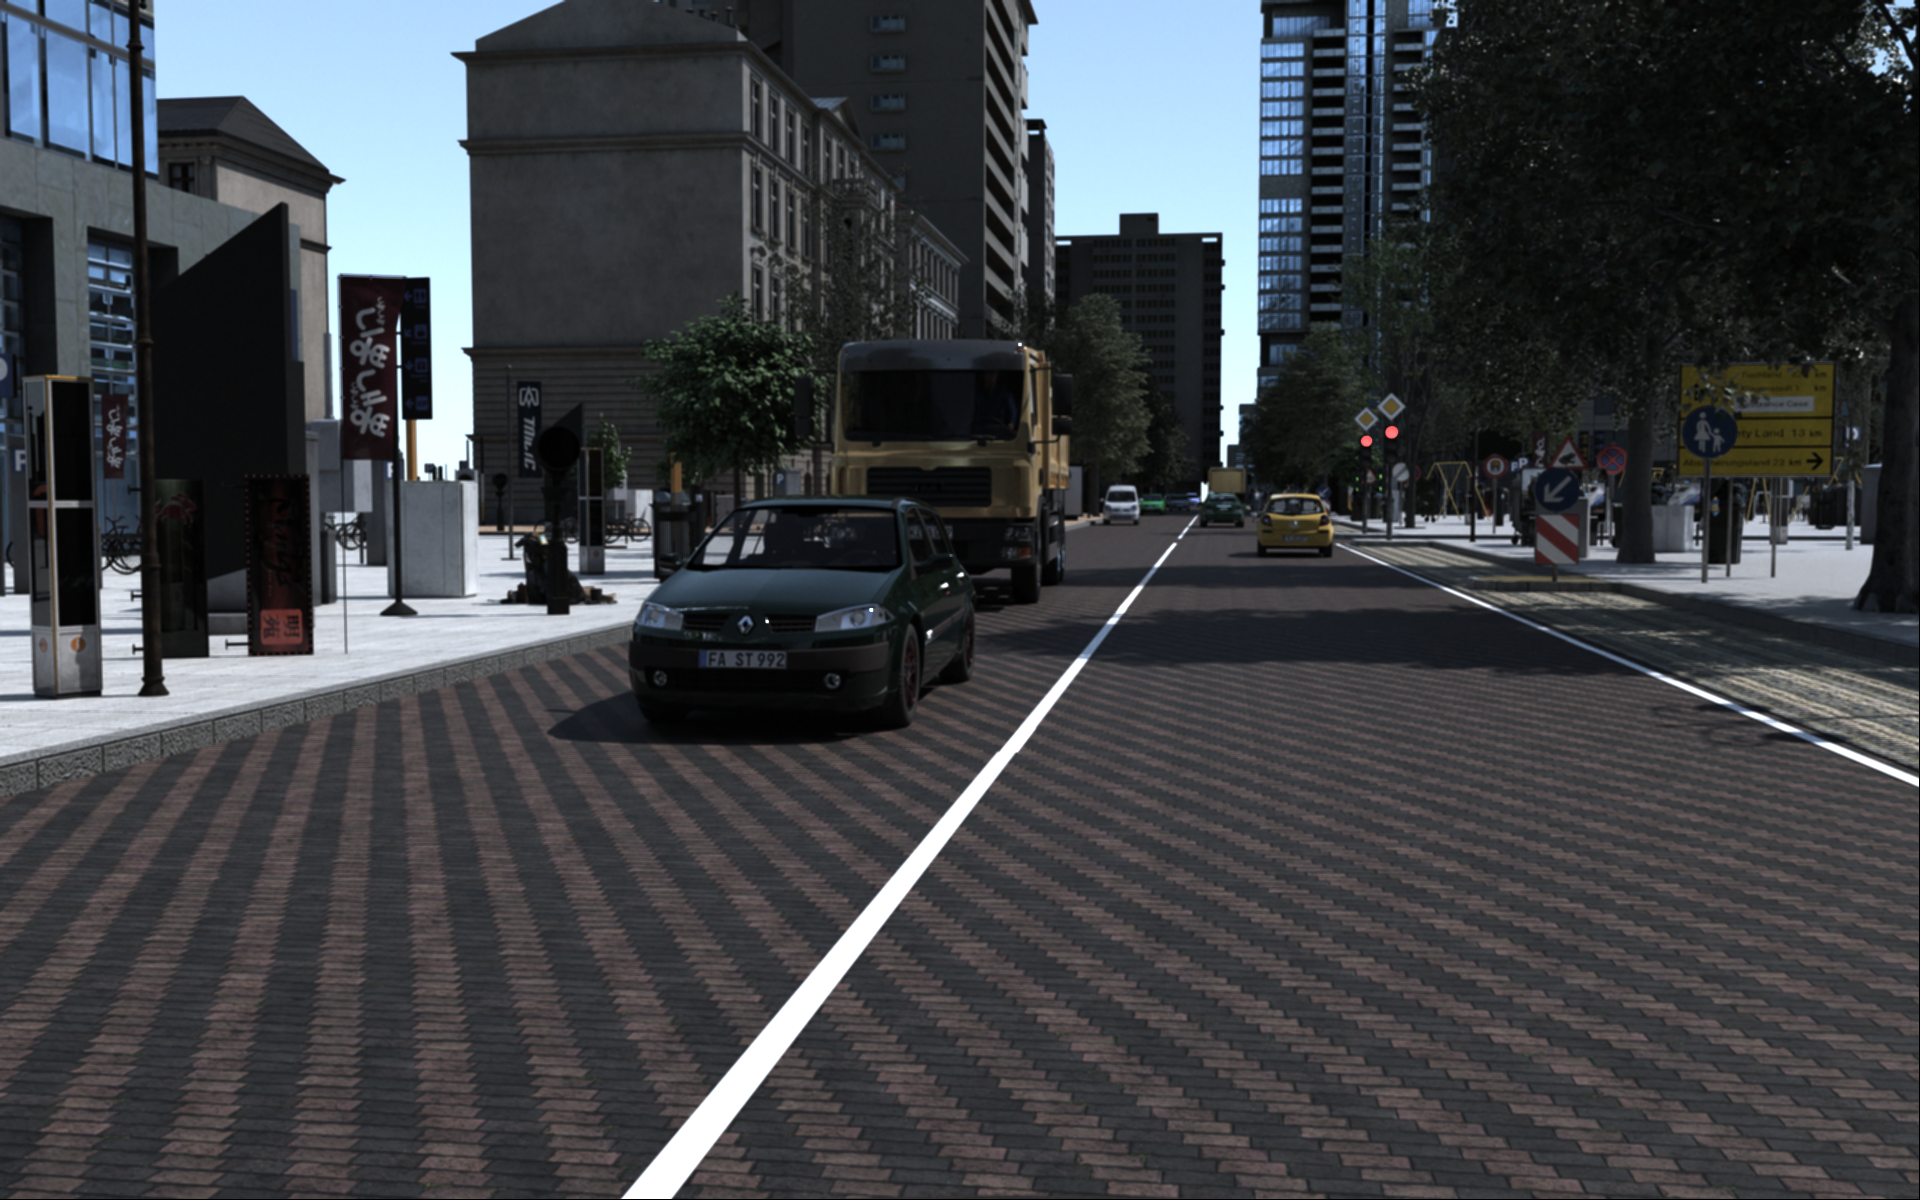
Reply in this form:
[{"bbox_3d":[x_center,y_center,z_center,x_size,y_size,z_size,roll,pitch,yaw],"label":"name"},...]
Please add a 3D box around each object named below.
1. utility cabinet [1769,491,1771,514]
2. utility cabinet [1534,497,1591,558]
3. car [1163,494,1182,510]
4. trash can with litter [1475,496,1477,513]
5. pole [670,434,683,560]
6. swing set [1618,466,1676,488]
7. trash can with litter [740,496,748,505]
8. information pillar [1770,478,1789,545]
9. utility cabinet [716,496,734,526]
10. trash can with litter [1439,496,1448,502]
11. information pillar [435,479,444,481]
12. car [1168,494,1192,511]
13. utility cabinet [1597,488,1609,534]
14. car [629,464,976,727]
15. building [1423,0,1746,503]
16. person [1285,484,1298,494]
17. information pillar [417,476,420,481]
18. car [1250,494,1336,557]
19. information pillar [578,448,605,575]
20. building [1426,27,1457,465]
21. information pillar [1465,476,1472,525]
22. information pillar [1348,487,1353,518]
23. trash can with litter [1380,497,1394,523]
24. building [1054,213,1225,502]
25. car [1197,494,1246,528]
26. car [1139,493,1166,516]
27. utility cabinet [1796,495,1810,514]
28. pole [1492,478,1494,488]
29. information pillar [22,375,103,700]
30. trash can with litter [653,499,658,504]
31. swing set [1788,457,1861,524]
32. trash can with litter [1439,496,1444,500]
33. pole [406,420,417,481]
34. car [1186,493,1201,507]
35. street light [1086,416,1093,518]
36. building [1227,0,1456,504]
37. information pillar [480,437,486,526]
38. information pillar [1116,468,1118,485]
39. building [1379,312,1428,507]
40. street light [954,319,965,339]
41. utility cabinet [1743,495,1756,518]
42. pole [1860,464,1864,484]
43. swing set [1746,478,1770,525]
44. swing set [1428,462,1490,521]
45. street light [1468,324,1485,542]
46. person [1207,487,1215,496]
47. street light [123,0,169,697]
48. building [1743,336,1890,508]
[{"bbox_3d":[50.668,-6.043,107.480,0.318,1.500,1.173,0,4,-5],"label":"utility cabinet"},{"bbox_3d":[12.130,-1.451,34.891,1.020,1.237,0.306,2,4,32],"label":"utility cabinet"},{"bbox_3d":[19.174,-8.877,156.937,2.131,1.459,4.920,1,4,9],"label":"car"},{"bbox_3d":[35.473,-6.533,117.871,2.233,1.210,1.678,0,4,1],"label":"trash can with litter"},{"bbox_3d":[-5.292,-2.351,32.282,0.158,3.312,0.155,0,3,0],"label":"pole"},{"bbox_3d":[41.548,-6.589,105.349,3.119,2.851,2.862,-1,4,-19],"label":"swing set"},{"bbox_3d":[-7.361,-3.049,60.911,1.678,1.210,2.233,2,4,24],"label":"trash can with litter"},{"bbox_3d":[20.851,-2.420,44.060,0.304,2.012,0.304,-2,4,-25],"label":"information pillar"},{"bbox_3d":[-9.038,-3.371,66.274,1.020,1.237,0.306,0,4,5],"label":"utility cabinet"},{"bbox_3d":[30.751,-6.100,111.120,1.055,1.170,0.624,1,4,21],"label":"trash can with litter"},{"bbox_3d":[-24.952,-4.807,83.083,0.304,2.012,0.304,-3,5,-41],"label":"information pillar"},{"bbox_3d":[18.802,-8.335,148.274,2.014,1.417,4.499,0,4,7],"label":"car"},{"bbox_3d":[20.098,-2.849,55.260,1.173,1.500,0.318,-1,4,-14],"label":"utility cabinet"},{"bbox_3d":[-0.952,-0.135,12.001,2.009,1.686,4.222,1,4,8],"label":"car"},{"bbox_3d":[48.741,-42.705,136.476,20.563,71.187,20.611,1,4,8],"label":"building"},{"bbox_3d":[12.711,-3.520,66.149,0.694,1.812,0.767,1,4,16],"label":"person"},{"bbox_3d":[-22.564,-4.122,71.882,0.304,2.012,0.304,-1,4,-10],"label":"information pillar"},{"bbox_3d":[7.852,-1.868,40.760,2.015,1.641,3.980,1,4,10],"label":"car"},{"bbox_3d":[-5.859,-1.409,27.522,0.304,2.012,0.304,-3,5,-40],"label":"information pillar"},{"bbox_3d":[48.945,-28.830,154.959,14.154,41.232,14.086,1,4,8],"label":"building"},{"bbox_3d":[20.900,-4.069,71.024,0.304,2.012,0.304,0,4,1],"label":"information pillar"},{"bbox_3d":[21.360,-6.295,94.273,0.504,3.616,0.183,-1,4,-18],"label":"information pillar"},{"bbox_3d":[19.041,-4.029,77.254,0.624,1.170,1.055,1,4,14],"label":"trash can with litter"},{"bbox_3d":[24.874,-33.671,242.396,23.993,40.220,32.217,1,4,8],"label":"building"},{"bbox_3d":[11.437,-3.908,75.693,2.131,1.459,4.920,0,4,6],"label":"car"},{"bbox_3d":[12.918,-6.593,116.590,1.959,1.807,4.718,1,4,9],"label":"car"},{"bbox_3d":[55.287,-6.264,113.576,1.020,1.237,0.306,-2,4,-27],"label":"utility cabinet"},{"bbox_3d":[35.616,-7.446,115.586,0.158,3.312,0.155,0,3,0],"label":"pole"},{"bbox_3d":[-5.653,-0.393,10.916,0.304,2.012,0.304,3,4,36],"label":"information pillar"},{"bbox_3d":[-12.219,-3.614,70.482,1.055,1.170,0.624,0,4,-6],"label":"trash can with litter"},{"bbox_3d":[37.493,-4.684,74.198,2.862,2.851,3.119,1,4,10],"label":"swing set"},{"bbox_3d":[32.682,-6.558,118.279,1.678,1.210,2.233,-3,4,-38],"label":"trash can with litter"},{"bbox_3d":[-11.353,-2.571,35.886,0.158,3.312,0.155,0,3,0],"label":"pole"},{"bbox_3d":[25.269,-10.967,188.897,1.945,1.707,3.694,0,4,7],"label":"car"},{"bbox_3d":[6.887,-7.320,92.475,0.468,5.910,1.993,1,4,8],"label":"street light"},{"bbox_3d":[51.619,-56.159,230.874,31.000,86.520,22.319,1,4,8],"label":"building"},{"bbox_3d":[-19.502,-4.858,70.775,0.183,3.616,0.504,-1,4,-10],"label":"information pillar"},{"bbox_3d":[10.962,-7.923,120.892,0.183,3.616,0.504,0,4,4],"label":"information pillar"},{"bbox_3d":[58.106,-20.236,175.900,27.650,21.520,28.899,1,4,8],"label":"building"},{"bbox_3d":[-0.014,-4.474,45.945,0.468,5.910,1.993,1,4,8],"label":"street light"},{"bbox_3d":[42.482,-5.047,93.681,1.020,1.237,0.306,0,4,-6],"label":"utility cabinet"},{"bbox_3d":[56.551,-7.023,108.674,0.158,3.312,0.155,0,3,0],"label":"pole"},{"bbox_3d":[32.607,-4.645,73.565,3.119,2.851,2.862,0,4,6],"label":"swing set"},{"bbox_3d":[24.067,-5.368,85.395,2.862,2.851,3.119,-1,4,-13],"label":"swing set"},{"bbox_3d":[13.758,-4.497,46.307,0.468,5.910,1.993,1,4,8],"label":"street light"},{"bbox_3d":[14.821,-5.749,102.355,0.638,1.841,0.748,-1,4,-18],"label":"person"},{"bbox_3d":[-5.144,-2.329,10.869,0.468,5.910,1.993,1,4,8],"label":"street light"},{"bbox_3d":[91.635,-20.042,172.726,28.899,21.520,27.650,1,4,8],"label":"building"}]
